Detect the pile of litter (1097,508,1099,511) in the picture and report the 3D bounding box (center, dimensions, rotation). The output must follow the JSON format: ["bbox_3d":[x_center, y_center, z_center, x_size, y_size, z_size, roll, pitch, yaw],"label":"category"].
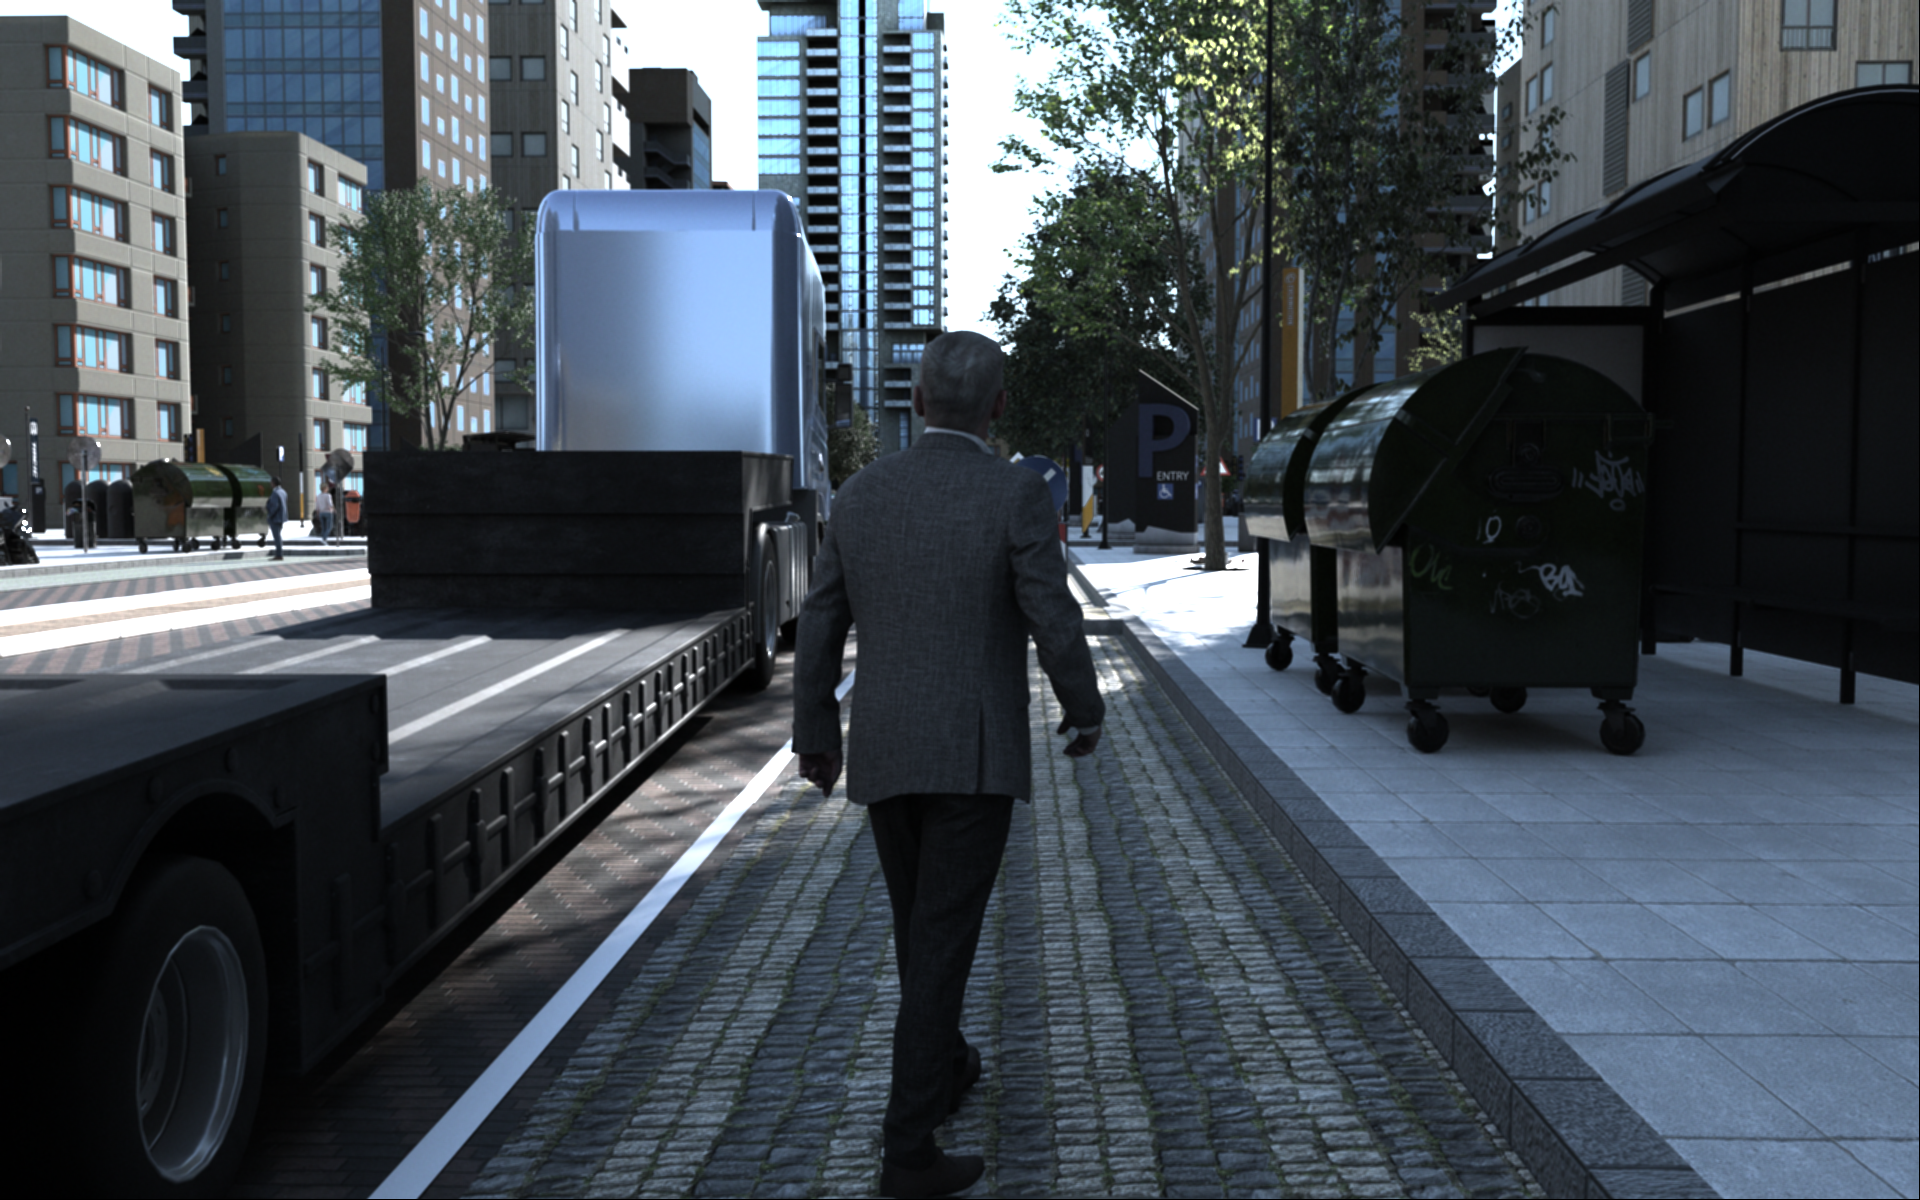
[{"bbox_3d":[9.966,-6.599,121.861,1.719,0.858,1.176,-1,4,-11],"label":"pile of litter"}]

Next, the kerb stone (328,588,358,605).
[{"bbox_3d":[-8.221,-0.035,22.854,0.120,0.150,1.000,0,4,2],"label":"kerb stone"}]

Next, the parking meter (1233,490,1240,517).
[{"bbox_3d":[15.536,-5.443,97.404,0.372,1.533,0.369,0,3,0],"label":"parking meter"}]

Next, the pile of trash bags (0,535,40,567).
[{"bbox_3d":[-18.484,-1.320,31.327,3.447,1.369,1.912,1,4,15],"label":"pile of trash bags"}]

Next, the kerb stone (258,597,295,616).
[{"bbox_3d":[-8.290,0.085,20.802,0.120,0.150,1.000,0,4,2],"label":"kerb stone"}]

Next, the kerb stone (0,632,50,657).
[{"bbox_3d":[-8.447,0.398,15.685,0.120,0.150,1.000,0,4,2],"label":"kerb stone"}]

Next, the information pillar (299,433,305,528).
[{"bbox_3d":[-25.115,-4.567,66.031,0.183,3.616,0.504,-1,4,-23],"label":"information pillar"}]

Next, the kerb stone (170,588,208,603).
[{"bbox_3d":[-10.317,-0.048,22.992,0.120,0.150,1.000,0,4,2],"label":"kerb stone"}]

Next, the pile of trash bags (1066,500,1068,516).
[{"bbox_3d":[6.415,-5.608,101.450,3.447,1.369,1.912,1,4,17],"label":"pile of trash bags"}]

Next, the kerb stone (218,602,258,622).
[{"bbox_3d":[-8.324,0.153,19.776,0.120,0.150,1.000,0,4,2],"label":"kerb stone"}]

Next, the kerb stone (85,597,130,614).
[{"bbox_3d":[-10.385,0.080,20.946,0.120,0.150,1.000,0,4,2],"label":"kerb stone"}]

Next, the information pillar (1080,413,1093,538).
[{"bbox_3d":[3.723,-3.621,50.558,0.183,3.616,0.504,2,4,35],"label":"information pillar"}]

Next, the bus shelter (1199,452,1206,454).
[{"bbox_3d":[8.299,-4.519,67.808,2.014,3.302,5.546,0,4,2],"label":"bus shelter"}]

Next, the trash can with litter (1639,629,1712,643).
[{"bbox_3d":[6.369,-0.231,15.162,1.055,1.170,0.624,0,4,-1],"label":"trash can with litter"}]

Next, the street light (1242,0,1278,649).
[{"bbox_3d":[2.006,-2.559,14.386,1.470,5.913,1.316,0,4,2],"label":"street light"}]

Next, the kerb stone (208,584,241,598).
[{"bbox_3d":[-10.286,-0.102,24.014,0.120,0.150,1.000,0,4,2],"label":"kerb stone"}]

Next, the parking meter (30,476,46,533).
[{"bbox_3d":[-30.118,-3.113,56.604,0.255,1.863,0.399,3,5,44],"label":"parking meter"}]

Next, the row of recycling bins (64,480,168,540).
[{"bbox_3d":[-24.182,-2.597,49.582,3.534,1.692,1.069,1,4,21],"label":"row of recycling bins"}]

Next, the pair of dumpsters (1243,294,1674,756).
[{"bbox_3d":[2.792,-0.490,10.506,1.574,2.255,4.437,0,4,2],"label":"pair of dumpsters"}]

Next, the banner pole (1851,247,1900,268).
[{"bbox_3d":[7.044,-1.427,13.354,0.863,3.779,0.401,-2,4,-34],"label":"banner pole"}]

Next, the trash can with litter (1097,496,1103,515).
[{"bbox_3d":[8.591,-5.767,105.671,0.624,1.170,1.055,-1,4,-16],"label":"trash can with litter"}]

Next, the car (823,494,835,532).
[{"bbox_3d":[-4.270,-3.232,64.648,2.131,1.459,4.920,0,4,0],"label":"car"}]

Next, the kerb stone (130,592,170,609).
[{"bbox_3d":[-10.355,0.022,21.970,0.120,0.150,1.000,0,4,2],"label":"kerb stone"}]

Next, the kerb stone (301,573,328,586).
[{"bbox_3d":[-10.191,-0.299,27.092,0.120,0.150,1.000,0,4,2],"label":"kerb stone"}]

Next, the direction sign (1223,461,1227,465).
[{"bbox_3d":[18.287,-7.678,117.537,0.876,3.537,0.379,0,4,-6],"label":"direction sign"}]

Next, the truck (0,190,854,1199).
[{"bbox_3d":[-2.604,-1.213,9.587,2.967,4.110,18.799,0,4,0],"label":"truck"}]

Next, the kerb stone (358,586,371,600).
[{"bbox_3d":[-8.195,-0.103,23.875,0.120,0.150,1.000,0,4,2],"label":"kerb stone"}]

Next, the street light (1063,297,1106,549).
[{"bbox_3d":[2.833,-4.137,40.188,1.470,5.913,1.316,0,4,2],"label":"street light"}]

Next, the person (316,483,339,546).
[{"bbox_3d":[-17.159,-2.306,46.871,0.731,1.740,0.598,0,4,4],"label":"person"}]

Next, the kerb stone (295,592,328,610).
[{"bbox_3d":[-8.258,0.022,21.832,0.120,0.150,1.000,0,4,2],"label":"kerb stone"}]

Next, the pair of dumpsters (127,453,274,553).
[{"bbox_3d":[-17.184,-2.256,39.387,1.574,2.255,4.437,0,4,2],"label":"pair of dumpsters"}]

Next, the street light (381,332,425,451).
[{"bbox_3d":[-16.010,-4.722,49.753,1.470,5.913,1.316,0,4,2],"label":"street light"}]

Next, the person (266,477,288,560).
[{"bbox_3d":[-14.676,-1.746,37.234,0.419,1.800,0.721,-1,4,-9],"label":"person"}]

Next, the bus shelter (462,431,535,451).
[{"bbox_3d":[-17.562,-4.653,67.367,1.731,3.624,6.357,0,4,2],"label":"bus shelter"}]

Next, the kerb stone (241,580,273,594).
[{"bbox_3d":[-10.249,-0.173,25.035,0.120,0.150,1.000,0,4,2],"label":"kerb stone"}]

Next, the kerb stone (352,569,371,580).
[{"bbox_3d":[-10.126,-0.424,29.134,0.120,0.150,1.000,0,4,2],"label":"kerb stone"}]

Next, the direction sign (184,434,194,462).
[{"bbox_3d":[-29.089,-4.489,65.385,0.379,3.537,0.876,-3,5,-43],"label":"direction sign"}]

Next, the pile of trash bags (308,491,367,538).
[{"bbox_3d":[-18.475,-2.595,52.179,1.912,1.369,3.447,-2,4,-27],"label":"pile of trash bags"}]

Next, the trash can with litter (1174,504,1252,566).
[{"bbox_3d":[4.835,-1.292,32.181,1.678,1.210,2.233,1,4,17],"label":"trash can with litter"}]

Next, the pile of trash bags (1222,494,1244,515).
[{"bbox_3d":[16.318,-5.784,104.323,1.912,1.369,3.447,2,4,32],"label":"pile of trash bags"}]

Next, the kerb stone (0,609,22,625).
[{"bbox_3d":[-10.445,0.204,18.893,0.120,0.150,1.000,0,4,2],"label":"kerb stone"}]

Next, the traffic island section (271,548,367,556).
[{"bbox_3d":[-14.842,-1.161,41.259,2.009,0.180,2.903,0,4,2],"label":"traffic island section"}]

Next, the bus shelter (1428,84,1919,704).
[{"bbox_3d":[4.724,-1.066,11.345,2.014,3.302,5.546,0,4,2],"label":"bus shelter"}]

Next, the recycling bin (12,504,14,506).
[{"bbox_3d":[-23.389,-1.800,41.991,0.722,1.027,0.722,-1,4,-17],"label":"recycling bin"}]

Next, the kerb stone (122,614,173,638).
[{"bbox_3d":[-8.390,0.273,17.732,0.120,0.150,1.000,0,4,2],"label":"kerb stone"}]

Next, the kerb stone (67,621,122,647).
[{"bbox_3d":[-8.427,0.337,16.707,0.120,0.150,1.000,0,4,2],"label":"kerb stone"}]

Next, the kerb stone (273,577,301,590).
[{"bbox_3d":[-10.224,-0.236,26.062,0.120,0.150,1.000,0,4,2],"label":"kerb stone"}]

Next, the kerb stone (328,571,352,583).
[{"bbox_3d":[-10.159,-0.362,28.113,0.120,0.150,1.000,0,4,2],"label":"kerb stone"}]

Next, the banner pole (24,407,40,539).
[{"bbox_3d":[-26.701,-3.660,49.859,0.401,3.779,0.863,0,4,-3],"label":"banner pole"}]

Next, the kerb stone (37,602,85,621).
[{"bbox_3d":[-10.416,0.139,19.917,0.120,0.150,1.000,0,4,2],"label":"kerb stone"}]

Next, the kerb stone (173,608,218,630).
[{"bbox_3d":[-8.353,0.211,18.754,0.120,0.150,1.000,0,4,2],"label":"kerb stone"}]

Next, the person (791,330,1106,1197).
[{"bbox_3d":[-0.004,0.313,3.775,0.661,1.777,0.834,1,4,20],"label":"person"}]

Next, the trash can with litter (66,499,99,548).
[{"bbox_3d":[-20.868,-1.824,41.210,0.624,1.170,1.055,-1,4,-21],"label":"trash can with litter"}]

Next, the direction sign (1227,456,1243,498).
[{"bbox_3d":[16.342,-6.731,102.051,0.379,3.537,0.876,-3,4,-37],"label":"direction sign"}]
